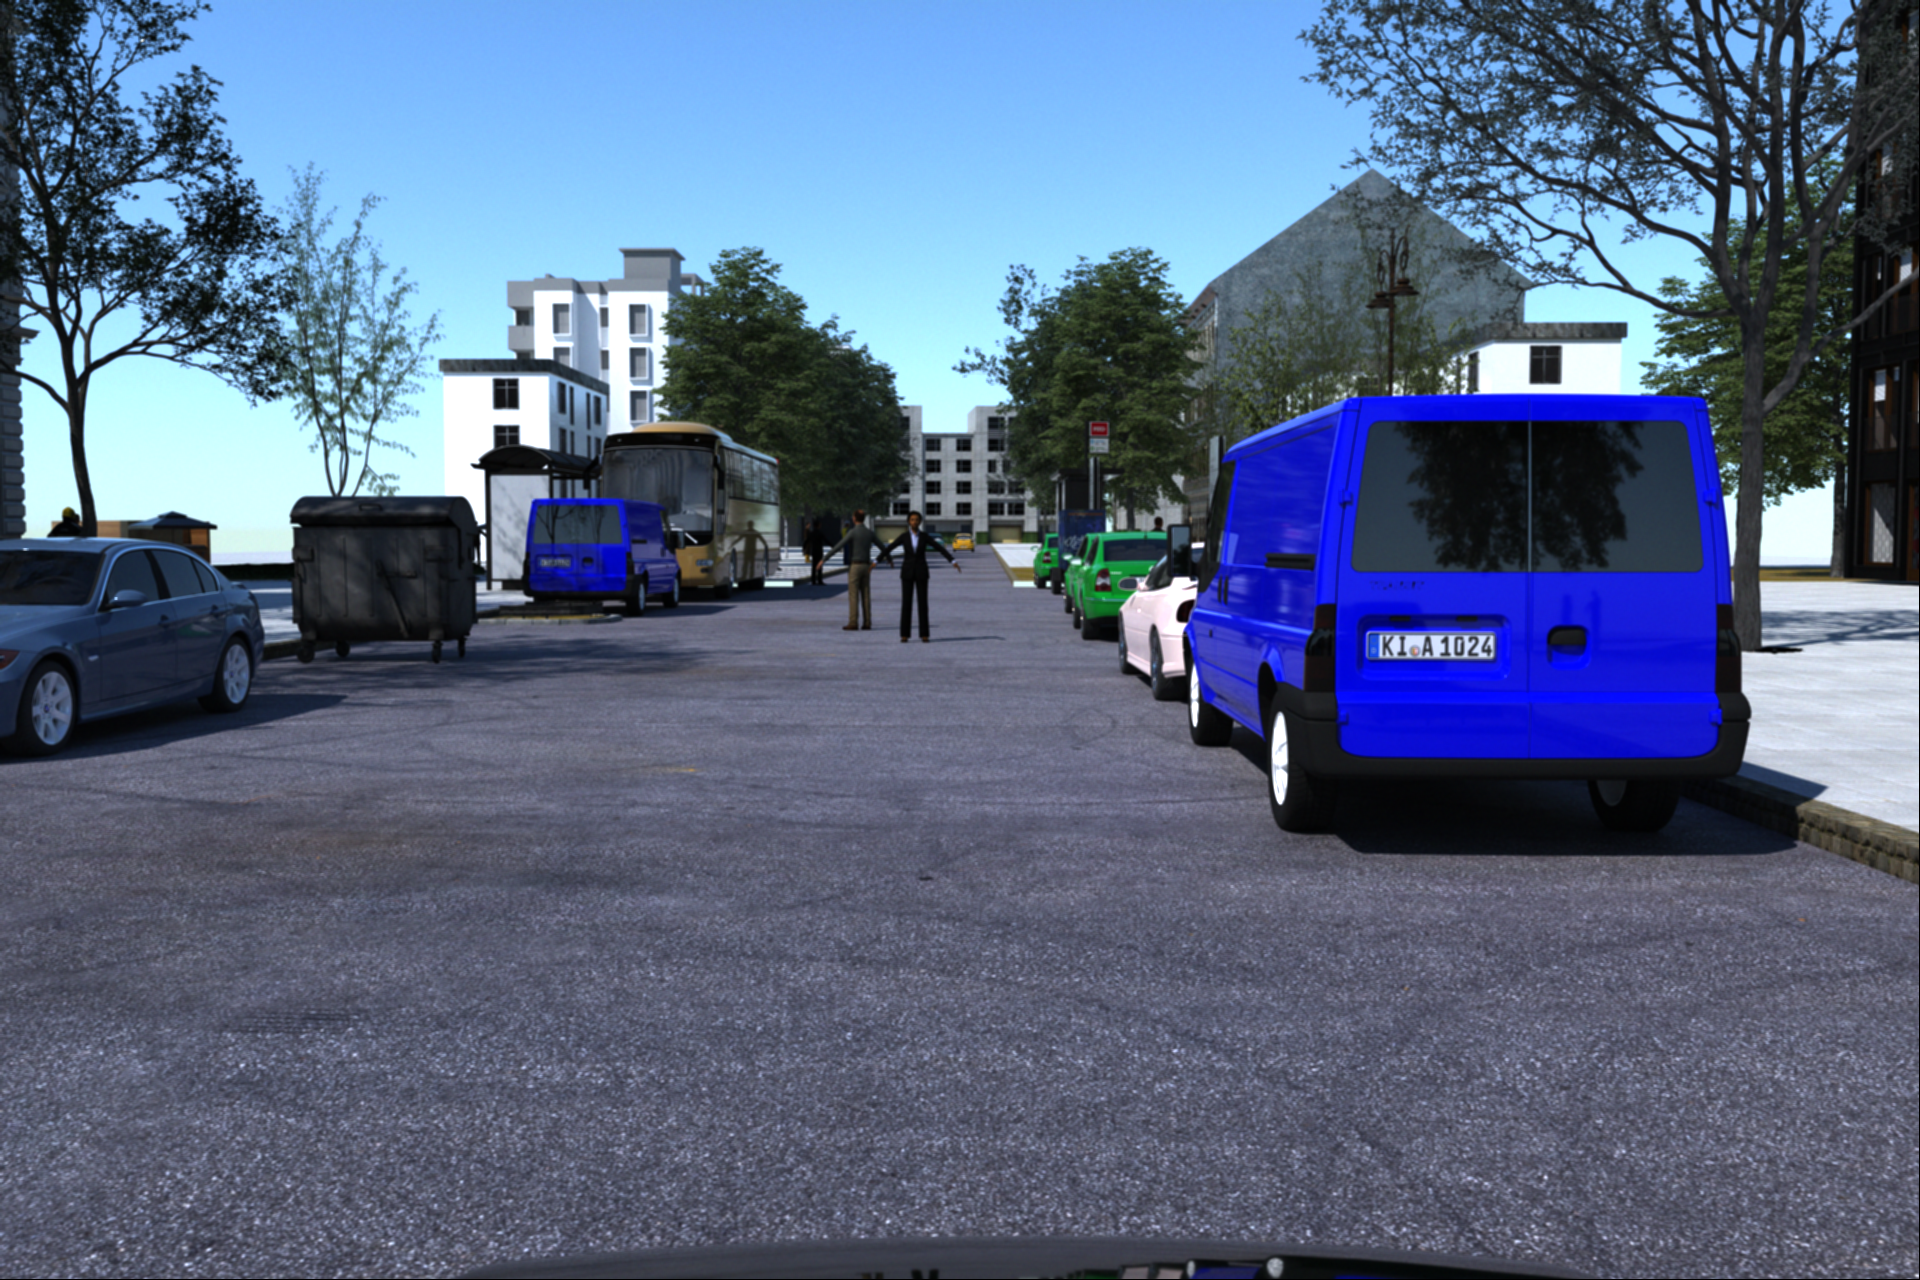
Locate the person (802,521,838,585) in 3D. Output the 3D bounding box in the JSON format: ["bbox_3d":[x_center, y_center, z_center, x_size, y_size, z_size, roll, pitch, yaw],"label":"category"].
[{"bbox_3d":[-3.977,-2.437,48.528,1.346,1.802,0.704,3,5,39],"label":"person"}]

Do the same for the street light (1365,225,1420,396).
[{"bbox_3d":[6.526,-3.272,26.289,0.468,5.910,1.993,0,4,1],"label":"street light"}]

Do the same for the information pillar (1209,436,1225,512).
[{"bbox_3d":[6.243,-3.108,42.124,0.184,3.620,1.656,0,4,1],"label":"information pillar"}]

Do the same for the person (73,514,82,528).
[{"bbox_3d":[-23.155,-2.401,45.436,1.348,1.807,0.705,1,4,18],"label":"person"}]

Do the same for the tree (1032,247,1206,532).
[{"bbox_3d":[6.494,-9.233,69.092,7.486,12.596,7.792,0,3,0],"label":"tree"}]

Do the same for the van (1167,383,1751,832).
[{"bbox_3d":[2.486,-0.343,9.999,2.240,2.365,5.245,0,4,1],"label":"van"}]

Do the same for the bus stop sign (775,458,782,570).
[{"bbox_3d":[-6.711,-4.425,61.058,0.855,3.939,0.416,0,4,1],"label":"bus stop sign"}]

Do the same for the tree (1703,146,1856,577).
[{"bbox_3d":[25.833,-8.151,51.393,7.486,12.596,7.792,0,3,0],"label":"tree"}]

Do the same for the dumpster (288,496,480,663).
[{"bbox_3d":[-6.511,-0.699,19.639,1.865,1.857,1.264,0,4,0],"label":"dumpster"}]

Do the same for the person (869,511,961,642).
[{"bbox_3d":[-0.597,-0.837,22.870,1.216,1.740,0.721,0,4,-1],"label":"person"}]

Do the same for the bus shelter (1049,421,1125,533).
[{"bbox_3d":[4.212,-4.981,59.074,2.179,5.291,8.768,0,4,0],"label":"bus shelter"}]

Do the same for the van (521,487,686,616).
[{"bbox_3d":[-6.451,-1.684,31.913,2.240,2.365,5.245,0,4,0],"label":"van"}]

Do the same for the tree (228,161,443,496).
[{"bbox_3d":[-12.595,-5.174,34.959,4.360,8.622,3.978,0,3,0],"label":"tree"}]

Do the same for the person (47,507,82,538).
[{"bbox_3d":[-19.098,-1.921,37.179,1.351,1.858,0.704,0,4,6],"label":"person"}]

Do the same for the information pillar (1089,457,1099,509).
[{"bbox_3d":[4.128,-3.797,53.390,0.184,3.620,1.656,0,4,0],"label":"information pillar"}]

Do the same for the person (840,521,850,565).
[{"bbox_3d":[-4.603,-3.975,70.966,0.705,1.833,1.349,-2,4,-34],"label":"person"}]

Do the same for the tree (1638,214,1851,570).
[{"bbox_3d":[28.191,-8.806,62.100,7.486,12.596,7.792,0,3,0],"label":"tree"}]

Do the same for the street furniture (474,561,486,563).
[{"bbox_3d":[-12.755,-3.652,66.557,11.010,1.723,9.812,-1,4,-20],"label":"street furniture"}]

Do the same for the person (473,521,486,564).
[{"bbox_3d":[-20.102,-4.033,71.871,1.347,1.837,0.705,0,4,-4],"label":"person"}]

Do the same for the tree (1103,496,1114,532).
[{"bbox_3d":[20.877,-17.608,238.252,4.737,8.622,4.395,0,3,0],"label":"tree"}]

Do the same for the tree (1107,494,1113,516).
[{"bbox_3d":[23.066,-17.977,244.281,4.360,8.622,3.978,0,3,0],"label":"tree"}]

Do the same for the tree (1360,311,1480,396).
[{"bbox_3d":[15.072,-6.490,56.477,4.737,8.622,4.395,0,3,0],"label":"tree"}]

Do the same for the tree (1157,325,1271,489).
[{"bbox_3d":[9.193,-6.746,60.660,4.360,8.622,3.978,0,3,0],"label":"tree"}]

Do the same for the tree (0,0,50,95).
[{"bbox_3d":[-12.512,-6.333,13.908,12.009,13.543,11.850,0,3,0],"label":"tree"}]

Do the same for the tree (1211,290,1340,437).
[{"bbox_3d":[9.803,-6.293,53.253,4.737,8.622,4.395,0,3,0],"label":"tree"}]

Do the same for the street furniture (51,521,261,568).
[{"bbox_3d":[-29.683,-3.260,60.151,9.812,1.723,11.010,3,4,36],"label":"street furniture"}]

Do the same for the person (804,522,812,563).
[{"bbox_3d":[-6.761,-4.359,77.408,0.704,1.812,1.346,1,4,9],"label":"person"}]

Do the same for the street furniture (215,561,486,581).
[{"bbox_3d":[-17.941,-2.204,51.660,5.734,0.657,10.072,1,4,14],"label":"street furniture"}]

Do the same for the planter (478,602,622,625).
[{"bbox_3d":[-6.615,-0.438,28.307,1.991,0.319,1.994,0,4,1],"label":"planter"}]

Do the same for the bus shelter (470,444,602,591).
[{"bbox_3d":[-9.987,-2.930,41.822,2.014,3.302,5.546,0,4,1],"label":"bus shelter"}]

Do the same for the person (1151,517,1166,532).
[{"bbox_3d":[4.291,-1.752,37.325,1.346,1.802,0.704,3,5,43],"label":"person"}]

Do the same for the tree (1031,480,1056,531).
[{"bbox_3d":[7.917,-11.378,136.387,4.360,8.622,3.978,0,3,0],"label":"tree"}]

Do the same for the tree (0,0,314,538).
[{"bbox_3d":[-13.168,-5.567,25.429,7.601,10.594,8.767,-1,4,-9],"label":"tree"}]

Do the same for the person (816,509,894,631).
[{"bbox_3d":[-1.516,-1.046,25.838,1.348,1.796,0.705,-3,4,-36],"label":"person"}]
